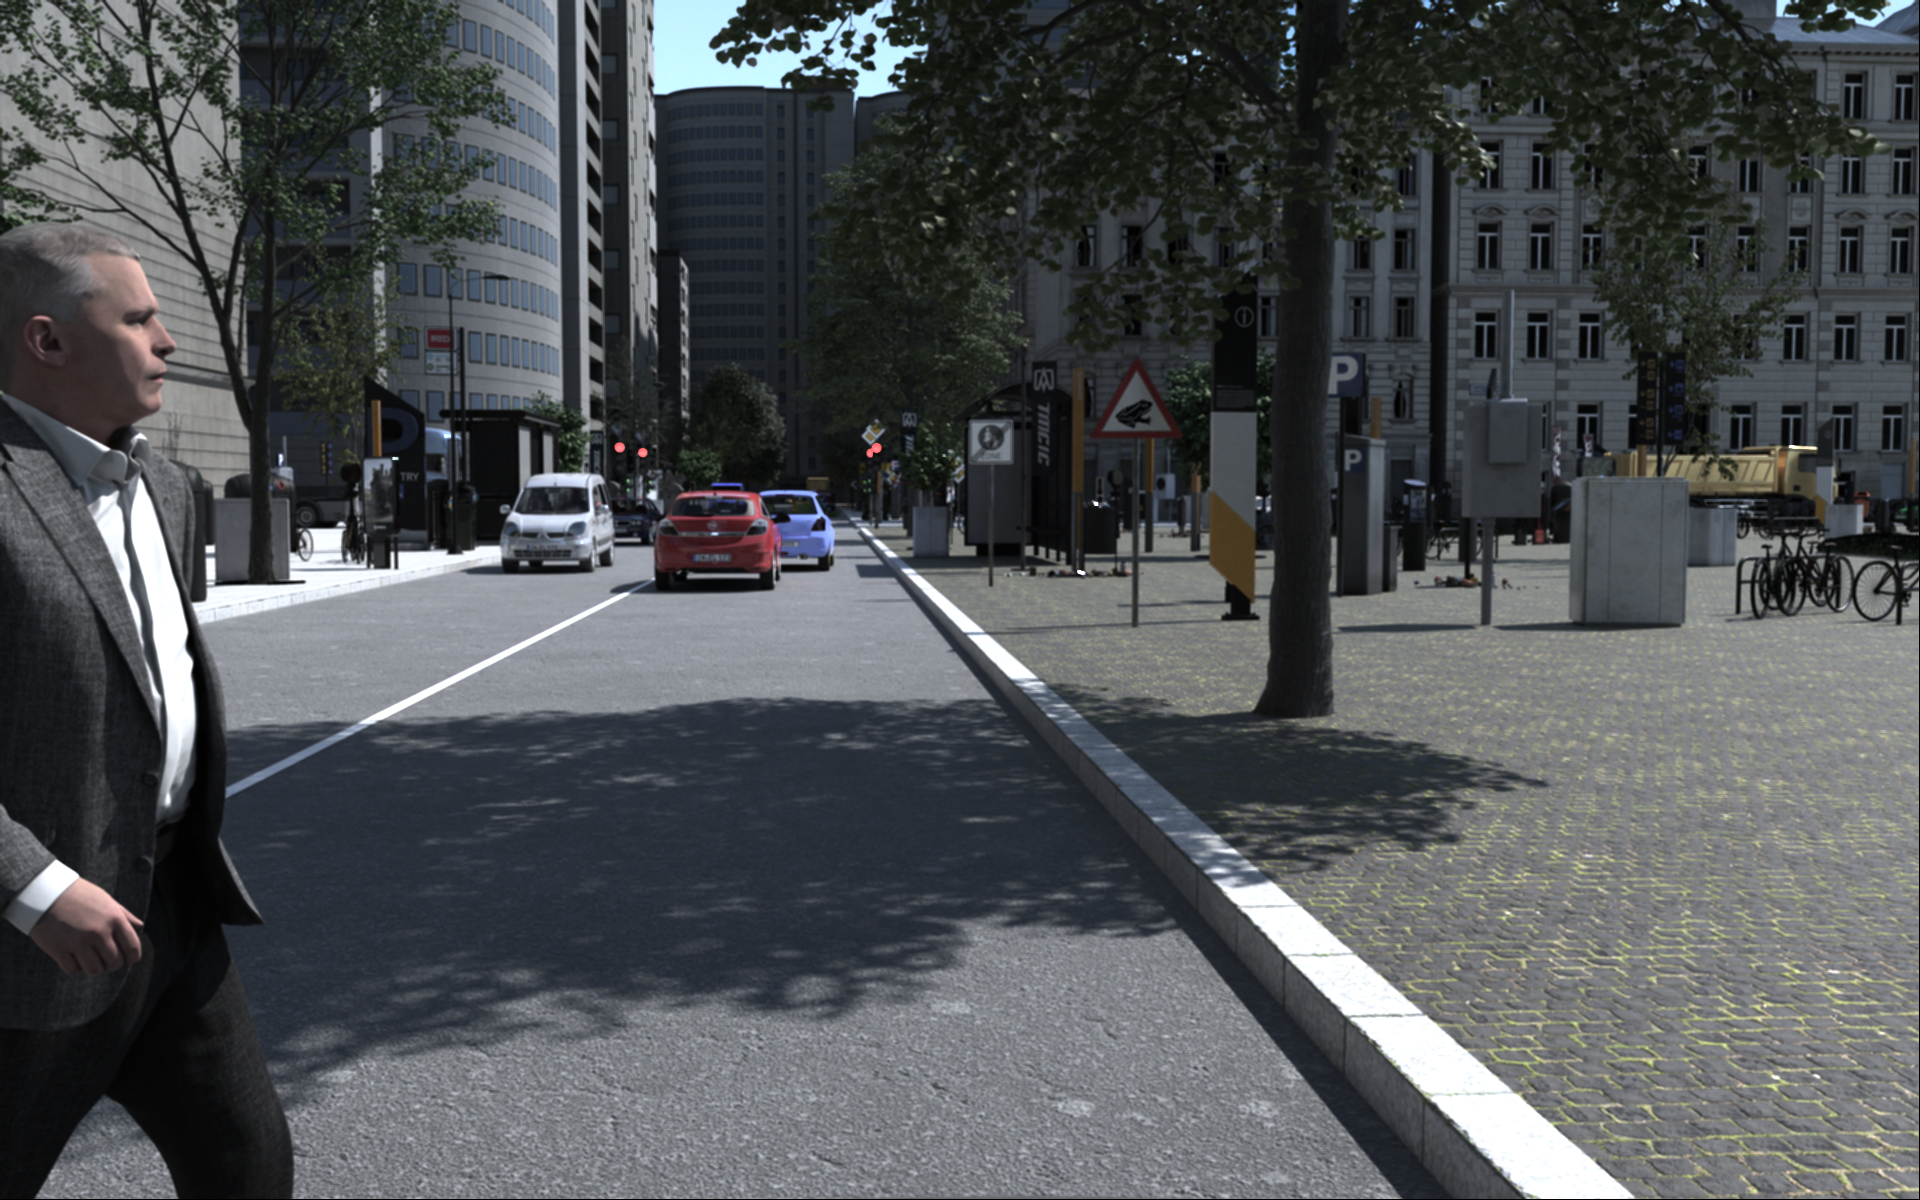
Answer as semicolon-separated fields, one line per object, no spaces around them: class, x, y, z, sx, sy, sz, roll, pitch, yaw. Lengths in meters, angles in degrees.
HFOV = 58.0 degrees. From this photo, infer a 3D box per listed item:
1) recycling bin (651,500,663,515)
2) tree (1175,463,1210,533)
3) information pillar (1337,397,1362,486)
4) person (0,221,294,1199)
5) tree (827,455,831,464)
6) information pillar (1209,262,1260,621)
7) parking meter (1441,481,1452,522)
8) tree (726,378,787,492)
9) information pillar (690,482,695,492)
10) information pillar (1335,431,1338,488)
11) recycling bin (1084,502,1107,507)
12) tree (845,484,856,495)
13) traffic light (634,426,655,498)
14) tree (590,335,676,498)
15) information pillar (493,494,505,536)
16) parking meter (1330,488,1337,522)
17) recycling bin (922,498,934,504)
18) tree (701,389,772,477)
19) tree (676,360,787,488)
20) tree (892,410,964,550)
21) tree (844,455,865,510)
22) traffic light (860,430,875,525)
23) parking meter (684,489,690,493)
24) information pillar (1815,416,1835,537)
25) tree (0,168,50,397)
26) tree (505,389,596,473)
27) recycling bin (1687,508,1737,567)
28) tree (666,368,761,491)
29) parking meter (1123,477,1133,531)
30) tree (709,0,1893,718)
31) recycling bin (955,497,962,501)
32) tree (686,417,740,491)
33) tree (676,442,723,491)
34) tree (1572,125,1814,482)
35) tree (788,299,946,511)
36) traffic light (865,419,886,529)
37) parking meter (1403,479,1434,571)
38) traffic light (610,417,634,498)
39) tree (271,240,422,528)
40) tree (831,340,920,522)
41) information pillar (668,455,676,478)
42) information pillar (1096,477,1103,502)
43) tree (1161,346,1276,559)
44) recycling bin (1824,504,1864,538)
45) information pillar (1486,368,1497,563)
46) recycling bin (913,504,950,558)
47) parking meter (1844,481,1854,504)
recycling bin;-13.638;-3.968;77.423;0.722;1.027;0.722;-1;4;-9
tree;7.903;-3.859;57.701;1.663;3.219;1.824;0;3;0
information pillar;6.972;-2.410;30.757;0.183;3.616;0.504;-1;4;-20
person;-1.099;0.404;2.297;0.834;1.777;0.661;0;4;-1
tree;-12.802;-15.052;196.455;4.360;8.622;3.978;0;3;0
information pillar;2.783;-1.602;17.545;0.504;3.616;0.183;-1;4;-15
parking meter;21.450;-4.323;76.389;0.255;1.863;0.399;-2;4;-27
tree;-23.635;-17.428;191.600;9.857;13.997;8.962;0;3;0
information pillar;-16.052;-6.066;103.674;0.304;2.012;0.304;-2;4;-34
information pillar;14.008;-4.459;64.257;0.183;3.616;0.504;0;4;-2
recycling bin;4.104;-2.486;53.193;0.722;1.027;0.722;1;4;13
tree;-13.554;-13.416;213.948;1.663;3.219;1.824;0;3;0
traffic light;-13.012;-5.043;71.378;0.839;4.253;0.868;0;4;-4
tree;-14.851;-7.914;79.748;4.360;8.622;3.978;0;3;0
information pillar;-13.658;-2.865;51.337;0.304;2.012;0.304;0;4;-4
parking meter;13.111;-3.190;60.574;0.372;1.533;0.369;0;3;0
recycling bin;-2.339;-6.767;123.187;0.722;1.027;0.722;2;4;31
tree;-22.005;-14.777;167.357;9.928;11.665;9.643;0;3;0
tree;-19.609;-14.117;147.821;9.611;12.733;9.660;0;3;0
tree;-0.834;-2.777;40.000;1.663;3.219;1.824;0;3;0
tree;-7.877;-9.621;141.023;4.285;4.588;4.351;0;3;0
traffic light;-3.729;-5.088;72.109;0.839;4.253;0.868;0;4;-4
parking meter;-15.717;-5.758;99.854;0.255;1.863;0.399;1;4;12
information pillar;26.069;-3.720;52.174;0.183;3.616;0.504;-3;5;-41
tree;-9.147;-1.884;14.520;4.285;4.588;4.351;0;3;0
tree;-13.084;-4.329;54.493;4.285;4.588;4.351;0;3;0
recycling bin;13.358;-1.127;30.973;0.722;1.027;0.722;-2;4;-26
tree;-18.109;-11.804;127.409;7.601;10.594;8.767;-1;4;-9
parking meter;5.930;-3.356;60.584;0.399;1.863;0.255;-1;4;-22
tree;2.387;-5.611;9.867;7.486;12.596;7.792;0;3;0
recycling bin;-0.322;-7.138;129.265;0.722;1.027;0.722;-3;5;-41
tree;-19.608;-11.477;138.010;4.737;8.622;4.395;0;3;0
tree;-16.607;-7.754;110.497;4.285;4.588;4.351;0;3;0
tree;14.185;-5.137;34.351;4.737;8.622;4.395;0;3;0
tree;-5.344;-11.891;104.795;12.009;13.543;11.850;0;3;0
traffic light;-3.114;-4.601;64.148;0.839;4.253;0.868;0;4;-4
parking meter;7.608;-1.258;28.980;0.372;1.533;0.369;0;3;0
traffic light;-12.396;-4.556;63.417;0.839;4.253;0.868;0;4;-4
tree;-17.353;-6.022;48.829;4.737;8.622;4.395;0;3;0
tree;-3.665;-7.929;80.003;4.360;8.622;3.978;0;3;0
information pillar;-17.344;-6.912;104.365;0.183;3.616;0.504;3;5;45
information pillar;6.115;-4.362;75.809;0.304;2.012;0.304;0;4;2
tree;5.550;-3.130;34.897;4.285;4.588;4.351;0;3;0
recycling bin;21.383;-1.795;41.908;0.722;1.027;0.722;3;4;39
information pillar;9.789;-2.484;31.972;0.183;3.616;0.504;2;4;28
recycling bin;-0.574;-1.378;35.078;0.722;1.027;0.722;0;4;2
parking meter;41.124;-4.554;80.166;0.255;1.863;0.399;0;4;-2
